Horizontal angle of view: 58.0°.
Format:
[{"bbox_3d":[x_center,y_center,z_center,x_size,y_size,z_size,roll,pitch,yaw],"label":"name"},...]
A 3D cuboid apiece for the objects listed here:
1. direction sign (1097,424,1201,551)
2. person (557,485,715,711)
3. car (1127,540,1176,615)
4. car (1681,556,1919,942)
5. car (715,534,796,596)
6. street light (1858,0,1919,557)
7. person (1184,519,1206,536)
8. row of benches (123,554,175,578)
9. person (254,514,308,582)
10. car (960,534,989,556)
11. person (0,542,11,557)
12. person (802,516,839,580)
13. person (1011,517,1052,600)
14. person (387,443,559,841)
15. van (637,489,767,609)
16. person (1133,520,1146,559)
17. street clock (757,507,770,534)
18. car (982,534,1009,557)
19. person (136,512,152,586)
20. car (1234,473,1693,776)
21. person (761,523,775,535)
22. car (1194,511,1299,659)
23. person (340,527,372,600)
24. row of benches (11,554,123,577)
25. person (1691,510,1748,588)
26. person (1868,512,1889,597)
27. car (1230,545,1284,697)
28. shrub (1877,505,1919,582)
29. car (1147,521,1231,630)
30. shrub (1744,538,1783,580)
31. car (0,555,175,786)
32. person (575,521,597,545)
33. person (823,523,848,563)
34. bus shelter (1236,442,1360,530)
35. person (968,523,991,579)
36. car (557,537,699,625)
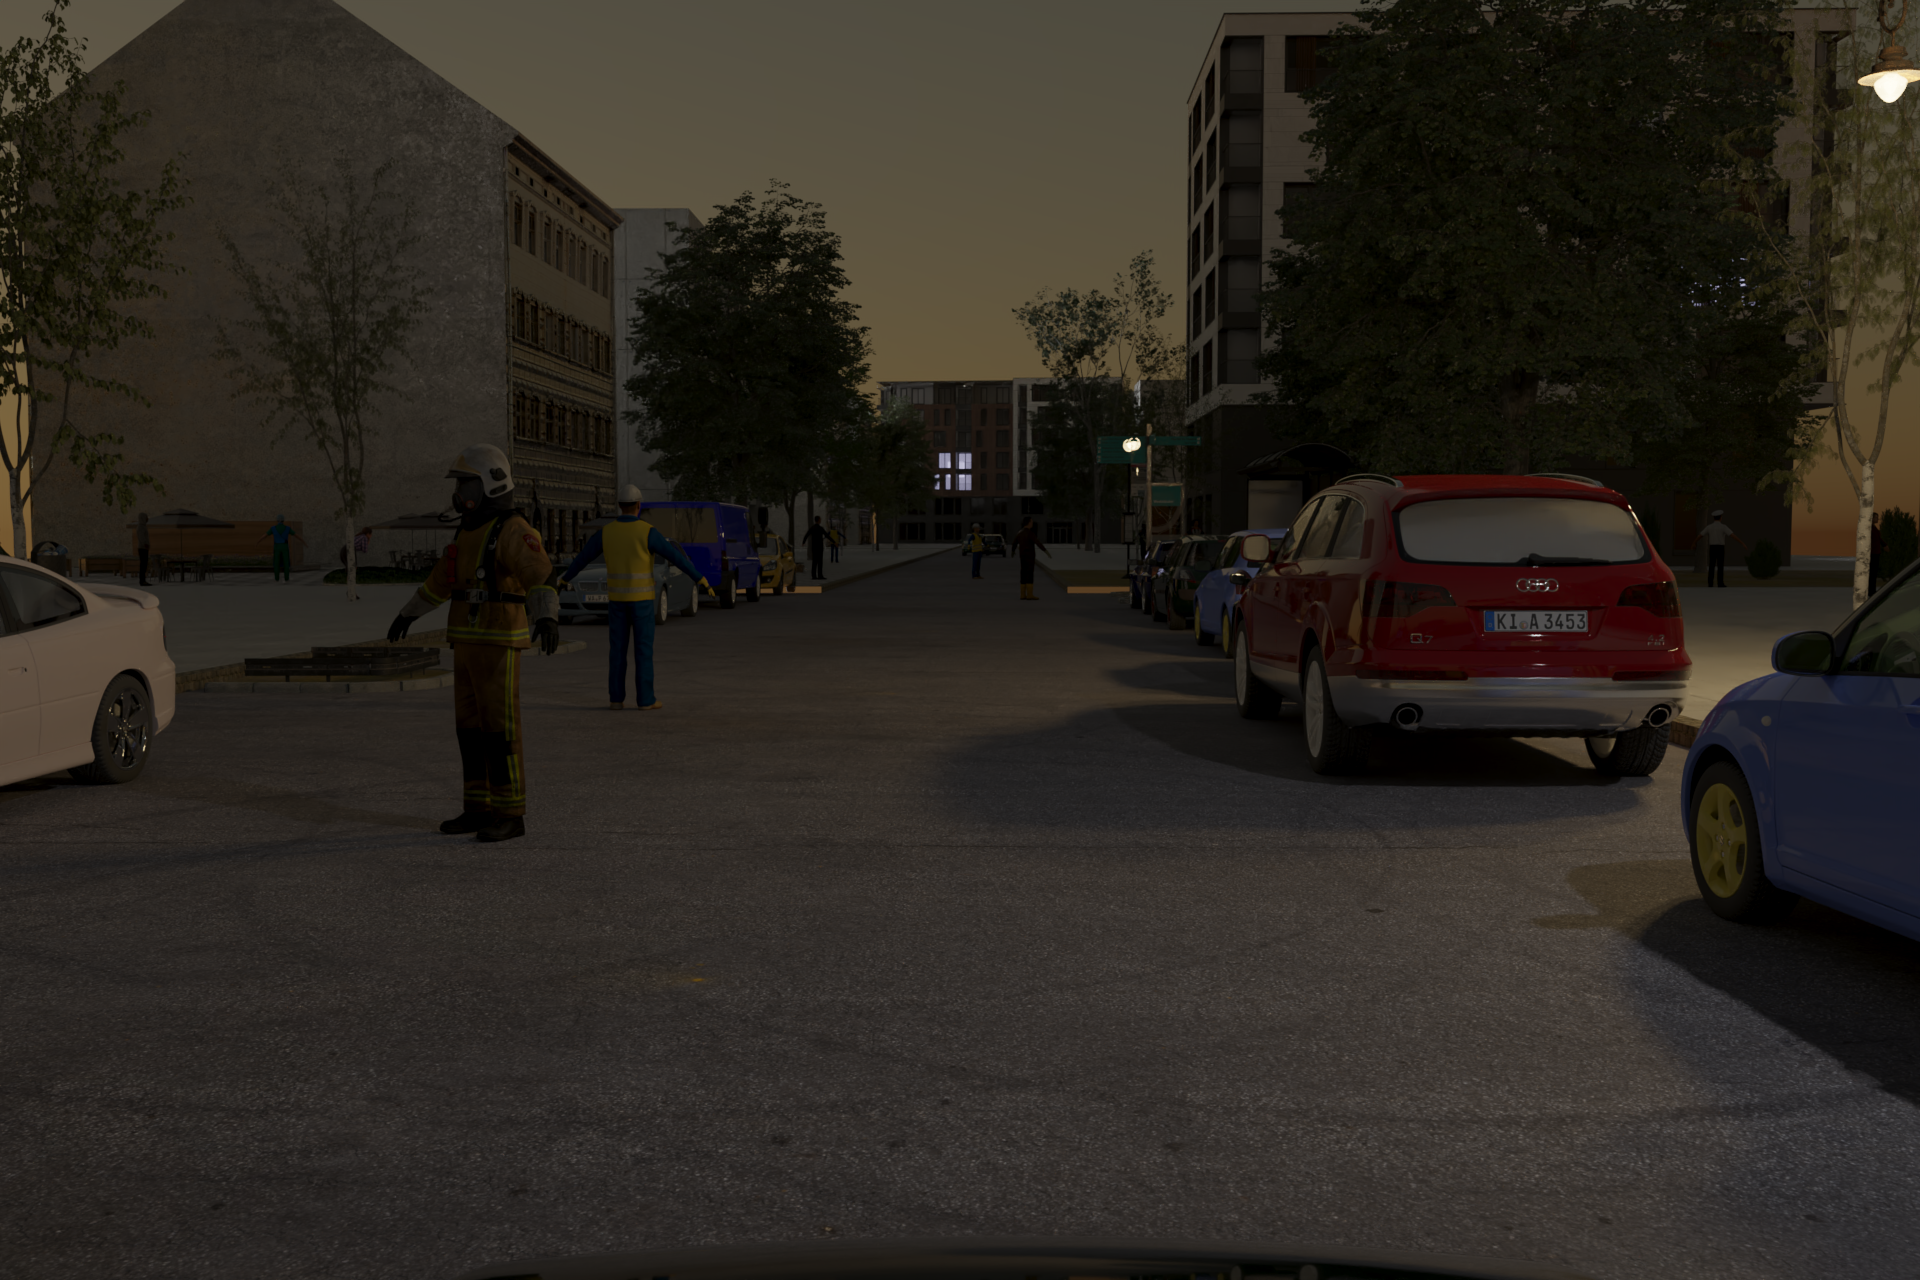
[{"bbox_3d":[4.600,-3.235,41.659,2.525,3.948,1.411,0,4,0],"label":"direction sign"},{"bbox_3d":[-2.679,-0.350,14.146,1.349,1.833,0.705,0,4,7],"label":"person"},{"bbox_3d":[4.126,-1.198,32.175,1.945,1.354,3.894,0,4,0],"label":"car"},{"bbox_3d":[3.649,0.261,5.319,1.945,1.707,3.694,0,3,0],"label":"car"},{"bbox_3d":[-4.957,-1.917,41.571,2.015,1.641,3.980,0,4,1],"label":"car"},{"bbox_3d":[7.195,-2.448,12.814,0.468,5.910,1.993,0,4,2],"label":"street light"},{"bbox_3d":[8.623,-3.496,63.301,1.345,1.843,0.704,-1,4,-11],"label":"person"},{"bbox_3d":[-24.396,-2.246,52.181,1.422,0.672,4.104,-1,4,-13],"label":"row of benches"},{"bbox_3d":[-18.283,-2.479,46.654,1.347,1.817,0.704,-1,4,-20],"label":"person"},{"bbox_3d":[1.076,-6.326,115.220,2.131,1.459,4.920,0,4,2],"label":"car"},{"bbox_3d":[-13.063,-0.876,23.531,0.599,1.438,0.989,0,4,3],"label":"person"},{"bbox_3d":[-3.994,-2.606,48.829,1.346,1.802,0.704,3,4,38],"label":"person"},{"bbox_3d":[1.493,-1.781,37.708,0.704,1.812,1.346,-3,4,-36],"label":"person"},{"bbox_3d":[-2.261,0.002,8.194,1.354,1.858,0.705,3,5,42],"label":"person"},{"bbox_3d":[-5.212,-1.863,34.840,2.240,2.365,5.245,0,4,1],"label":"van"},{"bbox_3d":[7.390,-3.901,69.558,1.354,1.856,0.705,-3,5,-45],"label":"person"},{"bbox_3d":[-5.197,-2.520,45.772,0.358,2.002,0.471,0,4,1],"label":"street clock"},{"bbox_3d":[2.017,-5.970,107.403,2.009,1.686,4.222,0,4,1],"label":"car"},{"bbox_3d":[-20.147,-2.243,42.803,0.705,1.813,1.348,-2,4,-24],"label":"person"},{"bbox_3d":[3.148,-0.193,11.826,2.281,1.827,5.304,0,4,1],"label":"car"},{"bbox_3d":[-8.068,-4.040,71.917,1.347,1.847,0.705,-2,4,-35],"label":"person"},{"bbox_3d":[3.877,-0.709,21.187,1.945,1.707,3.694,0,3,0],"label":"car"},{"bbox_3d":[-11.799,-1.504,33.871,0.421,1.427,0.697,2,4,35],"label":"person"},{"bbox_3d":[-26.996,-2.205,51.519,4.104,0.672,1.422,-3,5,-43],"label":"row of benches"},{"bbox_3d":[18.194,-2.190,41.599,0.704,1.855,1.343,-3,5,-43],"label":"person"},{"bbox_3d":[18.768,-1.753,35.475,1.215,1.729,0.721,-3,5,-45],"label":"person"},{"bbox_3d":[3.662,-0.418,16.626,2.009,1.686,4.222,0,4,2],"label":"car"},{"bbox_3d":[25.185,-2.607,46.671,1.661,2.075,1.752,0,3,0],"label":"shrub"},{"bbox_3d":[3.981,-1.062,27.152,2.009,1.686,4.222,0,4,1],"label":"car"},{"bbox_3d":[22.688,-2.311,48.896,1.383,1.207,1.383,0,3,0],"label":"shrub"},{"bbox_3d":[-5.734,0.227,8.654,2.083,1.381,4.827,0,4,1],"label":"car"},{"bbox_3d":[-15.115,-3.956,70.862,1.347,1.806,0.705,-2,4,-29],"label":"person"},{"bbox_3d":[-5.548,-4.305,76.846,1.216,1.772,0.721,1,4,11],"label":"person"},{"bbox_3d":[7.873,-2.873,40.902,2.014,3.302,5.546,0,4,2],"label":"bus shelter"},{"bbox_3d":[0.598,-2.829,55.169,0.721,1.772,1.216,2,4,35],"label":"person"},{"bbox_3d":[-5.473,-1.024,28.741,2.014,1.417,4.499,0,4,1],"label":"car"}]
